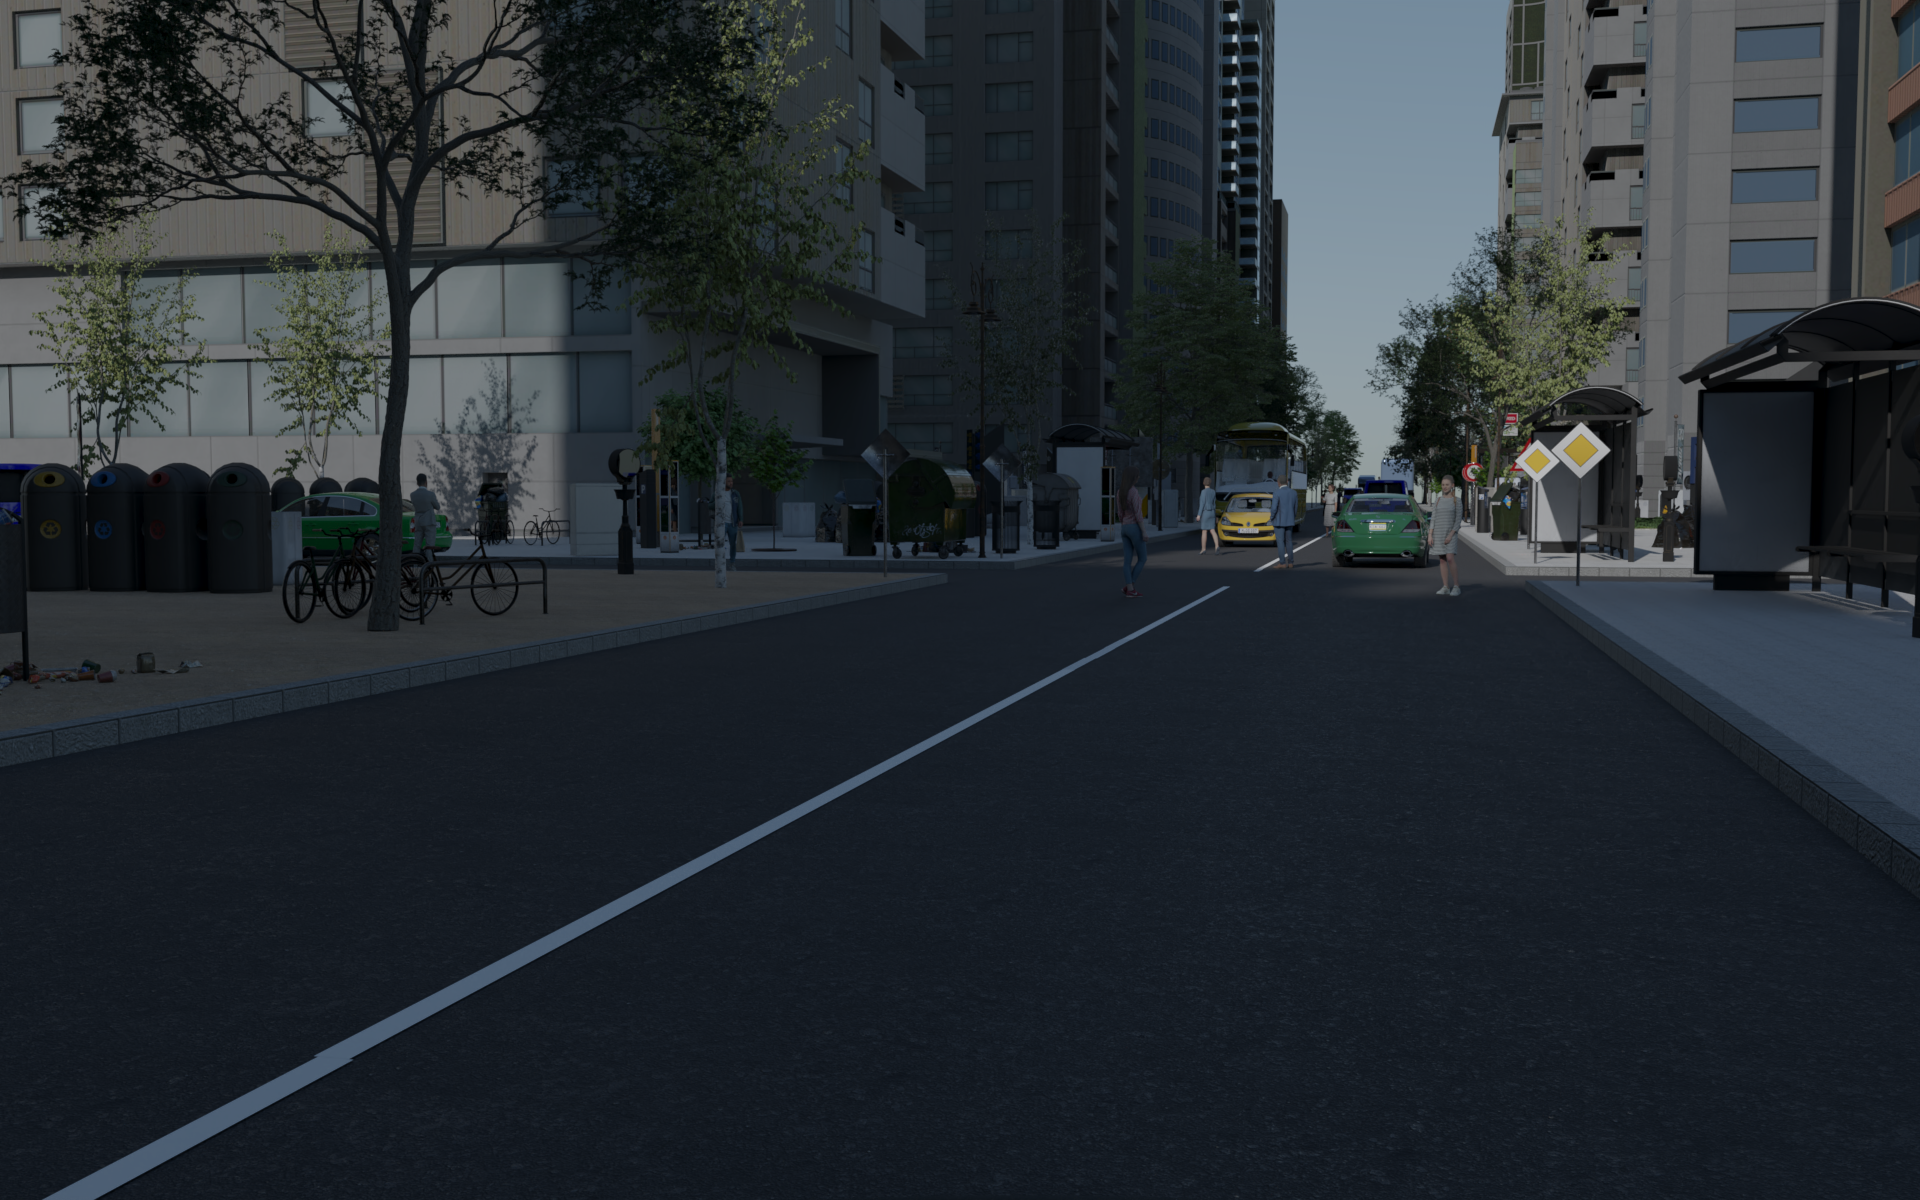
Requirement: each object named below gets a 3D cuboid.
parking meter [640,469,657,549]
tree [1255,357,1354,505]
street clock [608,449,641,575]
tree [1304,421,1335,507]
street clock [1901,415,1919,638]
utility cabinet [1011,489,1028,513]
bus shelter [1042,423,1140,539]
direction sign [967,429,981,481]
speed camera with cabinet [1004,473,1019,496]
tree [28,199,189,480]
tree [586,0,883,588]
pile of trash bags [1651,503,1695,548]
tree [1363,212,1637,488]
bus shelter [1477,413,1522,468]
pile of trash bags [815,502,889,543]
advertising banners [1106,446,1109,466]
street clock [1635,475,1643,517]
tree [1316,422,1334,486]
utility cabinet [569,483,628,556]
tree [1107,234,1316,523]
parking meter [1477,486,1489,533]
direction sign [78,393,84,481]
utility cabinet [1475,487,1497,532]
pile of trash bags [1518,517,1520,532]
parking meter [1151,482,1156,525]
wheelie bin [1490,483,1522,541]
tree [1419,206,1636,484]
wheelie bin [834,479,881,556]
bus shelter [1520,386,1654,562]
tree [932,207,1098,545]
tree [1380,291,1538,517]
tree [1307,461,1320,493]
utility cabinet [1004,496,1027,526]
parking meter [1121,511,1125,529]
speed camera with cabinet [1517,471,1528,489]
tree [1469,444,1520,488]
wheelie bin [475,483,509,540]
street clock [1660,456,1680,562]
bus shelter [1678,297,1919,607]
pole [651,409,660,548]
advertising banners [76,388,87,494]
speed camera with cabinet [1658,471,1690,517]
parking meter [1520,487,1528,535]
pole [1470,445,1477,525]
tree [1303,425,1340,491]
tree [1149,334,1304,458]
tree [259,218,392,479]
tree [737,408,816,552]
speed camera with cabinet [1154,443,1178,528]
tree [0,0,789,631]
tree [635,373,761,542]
[{"bbox_3d":[-7.365,-2.151,40.874,0.255,1.863,0.399,-3,5,-39],"label":"parking meter"},{"bbox_3d":[23.700,-12.415,128.747,9.928,11.665,9.643,0,3,0],"label":"tree"},{"bbox_3d":[-5.343,-1.410,27.631,0.358,2.002,0.471,3,5,44],"label":"street clock"},{"bbox_3d":[35.741,-13.695,174.270,4.360,8.622,3.978,0,3,0],"label":"tree"},{"bbox_3d":[8.621,-0.661,15.371,0.471,2.002,0.358,0,4,4],"label":"street clock"},{"bbox_3d":[2.990,-4.467,81.722,1.173,1.500,0.318,-2,4,-35],"label":"utility cabinet"},{"bbox_3d":[4.007,-3.555,52.041,2.014,3.302,5.546,1,4,14],"label":"bus shelter"},{"bbox_3d":[0.481,-4.198,60.633,0.379,3.537,0.876,-2,4,-32],"label":"direction sign"},{"bbox_3d":[3.196,-5.725,87.936,2.038,3.252,0.660,-2,4,-24],"label":"speed camera with cabinet"},{"bbox_3d":[-20.676,-5.627,42.357,4.737,8.622,4.395,0,3,0],"label":"tree"},{"bbox_3d":[-3.213,-4.487,23.731,4.737,8.622,4.395,0,3,0],"label":"tree"},{"bbox_3d":[18.409,-1.958,41.762,3.447,1.369,1.912,-2,4,-34],"label":"pile of trash bags"},{"bbox_3d":[17.889,-7.577,58.295,8.767,10.594,7.601,0,4,4],"label":"tree"},{"bbox_3d":[25.850,-6.466,83.345,2.179,5.291,8.768,1,4,14],"label":"bus shelter"},{"bbox_3d":[-2.075,-2.241,46.390,3.447,1.369,1.912,-2,4,-24],"label":"pile of trash bags"},{"bbox_3d":[4.612,-3.908,60.079,0.090,3.025,2.074,3,4,37],"label":"advertising banners"},{"bbox_3d":[25.471,-3.701,65.079,0.358,2.002,0.471,3,4,36],"label":"street clock"},{"bbox_3d":[17.302,-11.323,103.257,7.486,12.596,7.792,0,3,0],"label":"tree"},{"bbox_3d":[-7.503,-1.670,35.988,1.173,1.500,0.318,-3,4,-37],"label":"utility cabinet"},{"bbox_3d":[10.521,-9.659,76.059,7.486,12.596,7.792,0,3,0],"label":"tree"},{"bbox_3d":[17.240,-2.977,57.084,0.372,1.533,0.369,0,3,0],"label":"parking meter"},{"bbox_3d":[-19.810,-2.879,39.062,0.379,3.537,0.876,-2,4,-26],"label":"direction sign"},{"bbox_3d":[17.665,-3.014,57.956,0.318,1.500,1.173,-1,4,-12],"label":"utility cabinet"},{"bbox_3d":[19.429,-3.118,60.730,1.912,1.369,3.447,0,4,-2],"label":"pile of trash bags"},{"bbox_3d":[8.078,-4.006,71.204,0.255,1.863,0.399,-2,4,-32],"label":"parking meter"},{"bbox_3d":[15.025,-2.431,47.649,0.693,1.594,0.980,-1,4,-10],"label":"wheelie bin"},{"bbox_3d":[15.165,-5.757,44.497,4.737,8.622,4.395,0,3,0],"label":"tree"},{"bbox_3d":[-2.144,-1.714,35.940,0.980,1.594,0.693,-1,4,-19],"label":"wheelie bin"},{"bbox_3d":[12.541,-2.515,35.049,2.014,3.302,5.546,1,4,14],"label":"bus shelter"},{"bbox_3d":[1.555,-5.709,43.700,4.360,8.622,3.978,0,3,0],"label":"tree"},{"bbox_3d":[28.251,-10.960,96.212,9.611,12.733,9.660,0,3,0],"label":"tree"},{"bbox_3d":[28.352,-9.868,145.052,4.285,4.588,4.351,0,3,0],"label":"tree"},{"bbox_3d":[2.170,-3.553,69.256,1.020,1.237,0.306,-1,4,-13],"label":"utility cabinet"},{"bbox_3d":[6.039,-3.322,62.729,0.372,1.533,0.369,0,3,0],"label":"parking meter"},{"bbox_3d":[22.370,-4.647,70.320,2.038,3.252,0.660,3,5,42],"label":"speed camera with cabinet"},{"bbox_3d":[20.035,-4.346,65.659,1.663,3.219,1.824,0,3,0],"label":"tree"},{"bbox_3d":[-12.985,-2.465,48.215,0.693,1.594,0.980,3,5,43],"label":"wheelie bin"},{"bbox_3d":[13.422,-1.724,32.764,0.358,2.002,0.471,1,4,18],"label":"street clock"},{"bbox_3d":[9.957,-1.624,20.478,2.014,3.302,5.546,1,4,14],"label":"bus shelter"},{"bbox_3d":[-7.284,-2.918,41.550,0.158,3.312,0.155,0,3,0],"label":"pole"},{"bbox_3d":[-14.996,-2.042,29.568,0.090,3.025,2.074,-2,4,-25],"label":"advertising banners"},{"bbox_3d":[27.778,-4.421,66.620,0.660,3.252,2.038,-1,4,-17],"label":"speed camera with cabinet"},{"bbox_3d":[17.794,-2.811,54.376,0.372,1.533,0.369,0,3,0],"label":"parking meter"},{"bbox_3d":[21.400,-4.791,72.168,0.158,3.312,0.155,0,3,0],"label":"pole"},{"bbox_3d":[37.595,-14.151,181.731,4.737,8.622,4.395,0,3,0],"label":"tree"},{"bbox_3d":[14.527,-9.707,93.115,8.767,10.594,7.601,-1,4,-21],"label":"tree"},{"bbox_3d":[-17.135,-5.883,46.552,4.737,8.622,4.395,0,3,0],"label":"tree"},{"bbox_3d":[-4.048,-2.708,38.871,1.663,3.219,1.824,0,3,0],"label":"tree"},{"bbox_3d":[7.969,-4.437,66.879,0.660,3.252,2.038,0,4,-4],"label":"speed camera with cabinet"},{"bbox_3d":[-5.073,-4.987,15.955,7.601,10.594,8.767,0,4,-4],"label":"tree"},{"bbox_3d":[-7.053,-3.862,46.864,4.285,4.588,4.351,0,3,0],"label":"tree"}]
